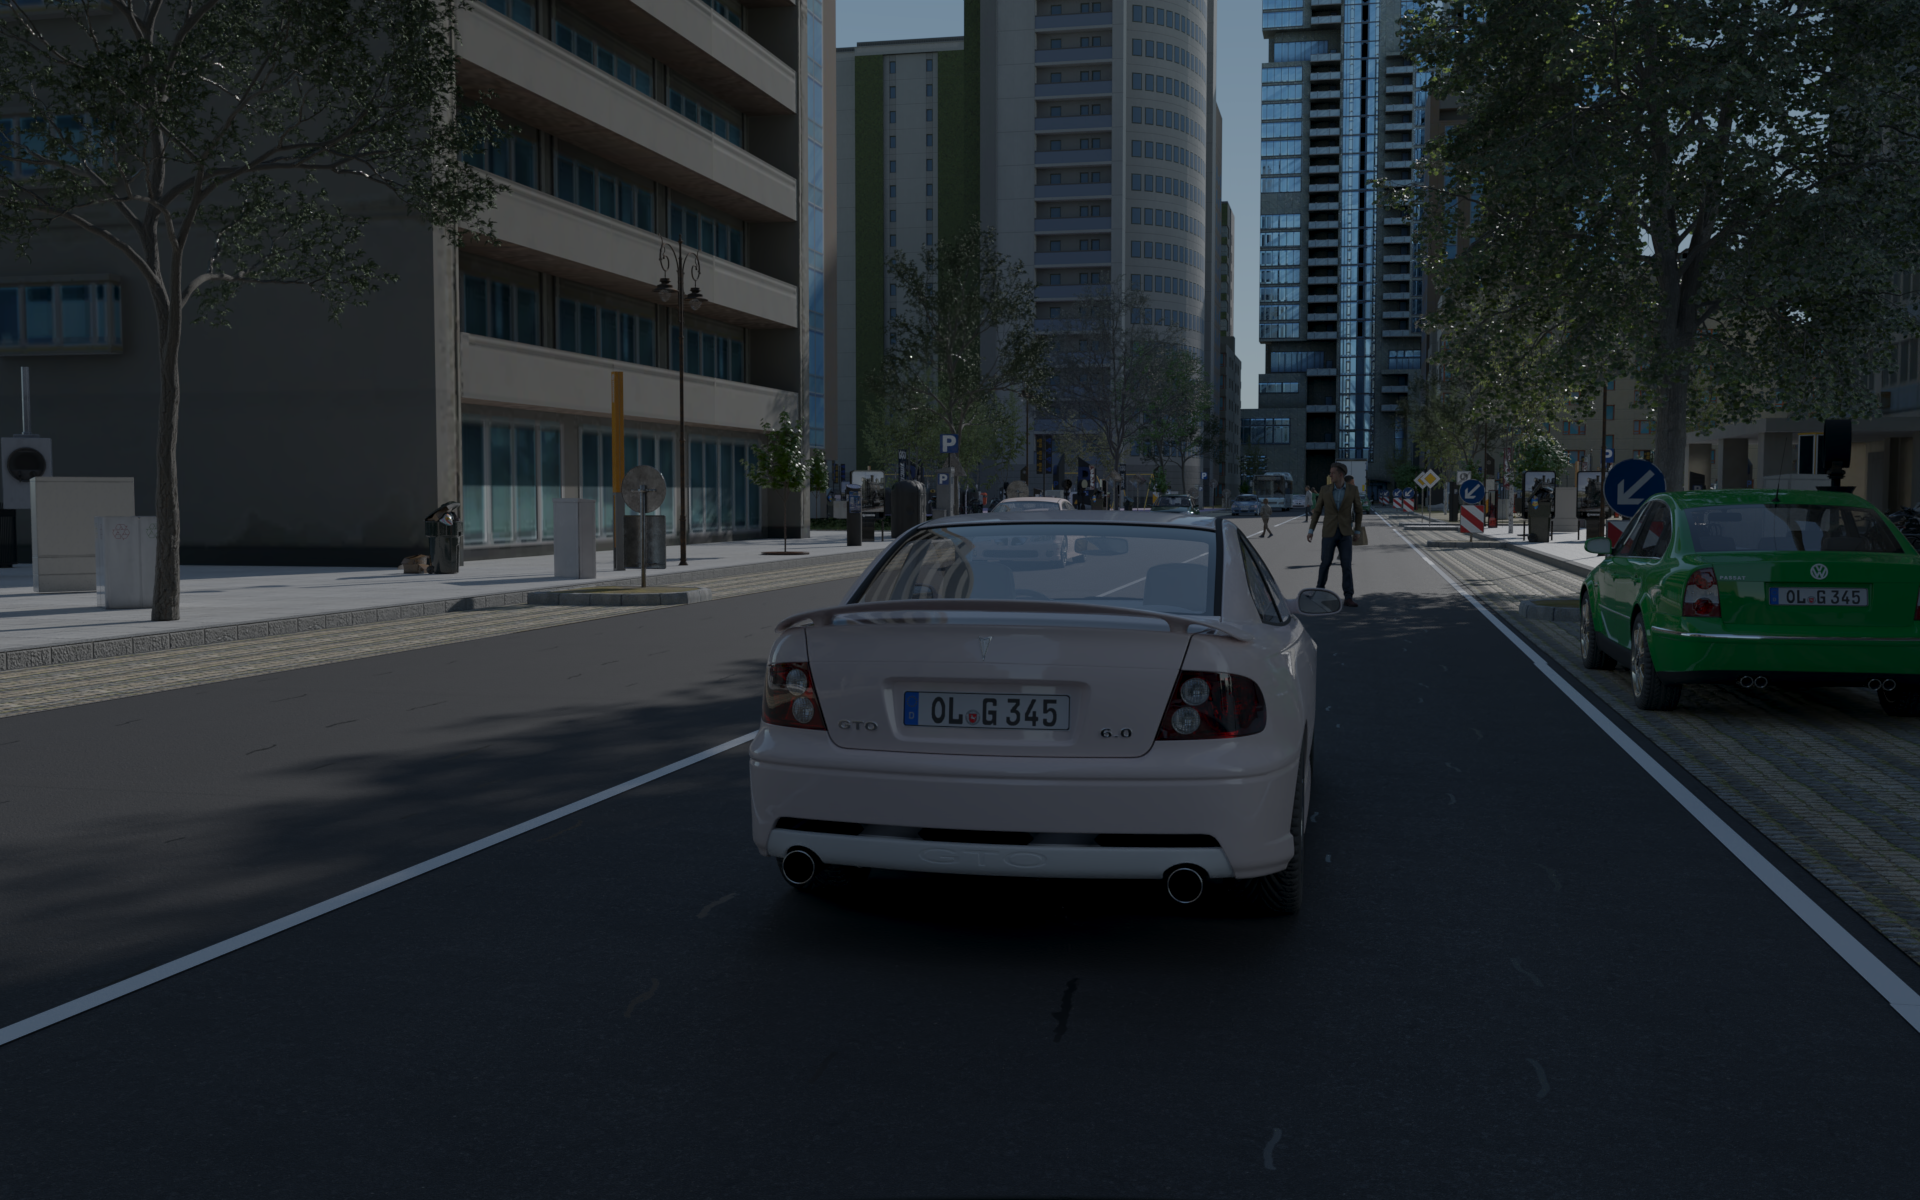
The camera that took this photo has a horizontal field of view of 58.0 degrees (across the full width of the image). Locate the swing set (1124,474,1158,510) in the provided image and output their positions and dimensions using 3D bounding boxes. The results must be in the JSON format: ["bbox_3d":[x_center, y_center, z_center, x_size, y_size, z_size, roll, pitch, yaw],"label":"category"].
[{"bbox_3d":[13.683,-8.444,135.682,3.119,2.851,2.862,2,4,33],"label":"swing set"}]

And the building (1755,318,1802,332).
[{"bbox_3d":[108.091,-21.423,195.307,28.899,21.520,27.650,1,4,13],"label":"building"}]

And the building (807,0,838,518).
[{"bbox_3d":[-13.644,-25.507,67.148,14.200,45.320,14.600,1,4,13],"label":"building"}]

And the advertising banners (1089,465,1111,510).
[{"bbox_3d":[8.564,-6.717,106.011,2.074,3.025,0.090,-3,5,-45],"label":"advertising banners"}]

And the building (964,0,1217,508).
[{"bbox_3d":[13.262,-38.367,169.305,21.231,58.520,28.212,1,4,13],"label":"building"}]

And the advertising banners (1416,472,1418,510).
[{"bbox_3d":[35.828,-8.545,135.901,0.090,3.025,2.074,1,4,19],"label":"advertising banners"}]

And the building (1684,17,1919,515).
[{"bbox_3d":[35.219,-21.294,40.035,32.217,40.220,23.993,1,4,13],"label":"building"}]

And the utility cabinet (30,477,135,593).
[{"bbox_3d":[-11.459,-0.854,22.649,1.173,1.500,0.318,-3,5,-40],"label":"utility cabinet"}]

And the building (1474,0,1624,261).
[{"bbox_3d":[65.054,-54.375,201.701,22.319,86.520,31.000,1,4,13],"label":"building"}]

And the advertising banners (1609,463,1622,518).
[{"bbox_3d":[35.349,-5.929,93.128,2.074,3.025,0.090,-3,5,-40],"label":"advertising banners"}]

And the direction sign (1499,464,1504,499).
[{"bbox_3d":[41.344,-8.544,131.696,0.876,3.537,0.379,-1,4,-20],"label":"direction sign"}]

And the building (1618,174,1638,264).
[{"bbox_3d":[79.983,-37.571,237.980,21.600,48.544,21.300,1,4,13],"label":"building"}]

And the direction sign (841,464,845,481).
[{"bbox_3d":[-9.031,-8.429,129.804,0.876,3.537,0.379,-1,4,-14],"label":"direction sign"}]

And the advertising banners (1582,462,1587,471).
[{"bbox_3d":[33.531,-6.015,94.537,0.090,3.025,2.074,-2,4,-26],"label":"advertising banners"}]

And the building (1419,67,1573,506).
[{"bbox_3d":[55.932,-32.523,181.858,14.600,45.320,14.200,1,4,13],"label":"building"}]

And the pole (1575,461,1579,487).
[{"bbox_3d":[38.403,-6.974,107.870,0.158,3.312,0.155,0,3,0],"label":"pole"}]

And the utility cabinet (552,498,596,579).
[{"bbox_3d":[-5.909,-0.943,26.574,0.306,1.237,1.020,-2,4,-35],"label":"utility cabinet"}]

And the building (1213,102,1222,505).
[{"bbox_3d":[21.117,-33.024,190.058,14.600,45.320,14.200,1,4,13],"label":"building"}]

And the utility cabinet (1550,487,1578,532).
[{"bbox_3d":[19.820,-2.975,57.322,1.173,1.500,0.318,0,4,-1],"label":"utility cabinet"}]

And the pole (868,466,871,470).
[{"bbox_3d":[-6.609,-8.092,126.146,0.158,3.312,0.155,0,3,0],"label":"pole"}]

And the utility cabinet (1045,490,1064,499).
[{"bbox_3d":[5.150,-5.280,95.005,0.318,1.500,1.173,-3,5,-44],"label":"utility cabinet"}]

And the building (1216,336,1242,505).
[{"bbox_3d":[19.579,-22.698,216.147,28.899,21.520,27.650,1,4,13],"label":"building"}]

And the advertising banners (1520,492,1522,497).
[{"bbox_3d":[37.260,-7.345,116.276,2.074,3.025,0.090,-2,4,-27],"label":"advertising banners"}]

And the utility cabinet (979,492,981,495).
[{"bbox_3d":[1.294,-8.830,153.048,1.173,1.500,0.318,-3,4,-36],"label":"utility cabinet"}]

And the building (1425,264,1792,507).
[{"bbox_3d":[58.063,-19.266,160.039,27.650,21.520,28.899,1,4,13],"label":"building"}]

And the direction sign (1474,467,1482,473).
[{"bbox_3d":[42.389,-9.191,142.274,0.876,3.537,0.379,0,4,4],"label":"direction sign"}]

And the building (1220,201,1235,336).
[{"bbox_3d":[31.274,-34.335,244.968,14.086,41.232,14.154,1,4,13],"label":"building"}]

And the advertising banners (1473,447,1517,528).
[{"bbox_3d":[20.177,-4.244,65.576,0.090,3.025,2.074,-2,4,-27],"label":"advertising banners"}]

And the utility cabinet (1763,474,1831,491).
[{"bbox_3d":[9.340,-0.654,19.376,1.173,1.500,0.318,-3,5,-44],"label":"utility cabinet"}]

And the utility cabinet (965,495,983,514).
[{"bbox_3d":[0.940,-6.116,111.162,1.020,1.237,0.306,-1,4,-14],"label":"utility cabinet"}]

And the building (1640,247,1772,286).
[{"bbox_3d":[88.747,-26.618,206.905,14.107,30.474,14.160,1,4,13],"label":"building"}]

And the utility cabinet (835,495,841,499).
[{"bbox_3d":[-8.294,-6.336,114.754,1.020,1.237,0.306,-2,4,-29],"label":"utility cabinet"}]

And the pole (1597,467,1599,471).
[{"bbox_3d":[48.538,-8.438,131.804,0.158,3.312,0.155,0,3,0],"label":"pole"}]

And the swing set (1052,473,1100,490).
[{"bbox_3d":[8.438,-7.915,127.025,3.119,2.851,2.862,1,4,21],"label":"swing set"}]

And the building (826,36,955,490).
[{"bbox_3d":[-8.650,-41.720,224.127,28.212,58.520,21.231,1,4,13],"label":"building"}]

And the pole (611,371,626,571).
[{"bbox_3d":[-5.703,-2.145,28.907,0.158,3.312,0.155,0,3,0],"label":"pole"}]

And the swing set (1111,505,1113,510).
[{"bbox_3d":[10.285,-8.420,135.288,2.862,2.851,3.119,1,4,16],"label":"swing set"}]

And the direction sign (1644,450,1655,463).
[{"bbox_3d":[35.627,-5.946,89.215,0.876,3.537,0.379,3,5,41],"label":"direction sign"}]

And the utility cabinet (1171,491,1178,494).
[{"bbox_3d":[18.057,-8.521,148.000,1.173,1.500,0.318,-2,4,-26],"label":"utility cabinet"}]

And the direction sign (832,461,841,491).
[{"bbox_3d":[-7.433,-6.716,101.805,0.379,3.537,0.876,0,4,5],"label":"direction sign"}]

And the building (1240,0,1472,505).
[{"bbox_3d":[54.261,-56.901,242.996,31.000,86.520,22.319,1,4,13],"label":"building"}]

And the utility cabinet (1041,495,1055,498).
[{"bbox_3d":[4.033,-4.418,83.403,1.020,1.237,0.306,2,4,25],"label":"utility cabinet"}]

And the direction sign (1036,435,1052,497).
[{"bbox_3d":[3.259,-4.593,67.097,0.379,3.537,0.876,-3,4,-38],"label":"direction sign"}]

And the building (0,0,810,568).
[{"bbox_3d":[-17.086,-25.531,41.141,21.300,48.544,21.600,1,4,13],"label":"building"}]

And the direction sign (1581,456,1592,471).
[{"bbox_3d":[37.203,-6.783,102.898,0.379,3.537,0.876,-2,4,-24],"label":"direction sign"}]
